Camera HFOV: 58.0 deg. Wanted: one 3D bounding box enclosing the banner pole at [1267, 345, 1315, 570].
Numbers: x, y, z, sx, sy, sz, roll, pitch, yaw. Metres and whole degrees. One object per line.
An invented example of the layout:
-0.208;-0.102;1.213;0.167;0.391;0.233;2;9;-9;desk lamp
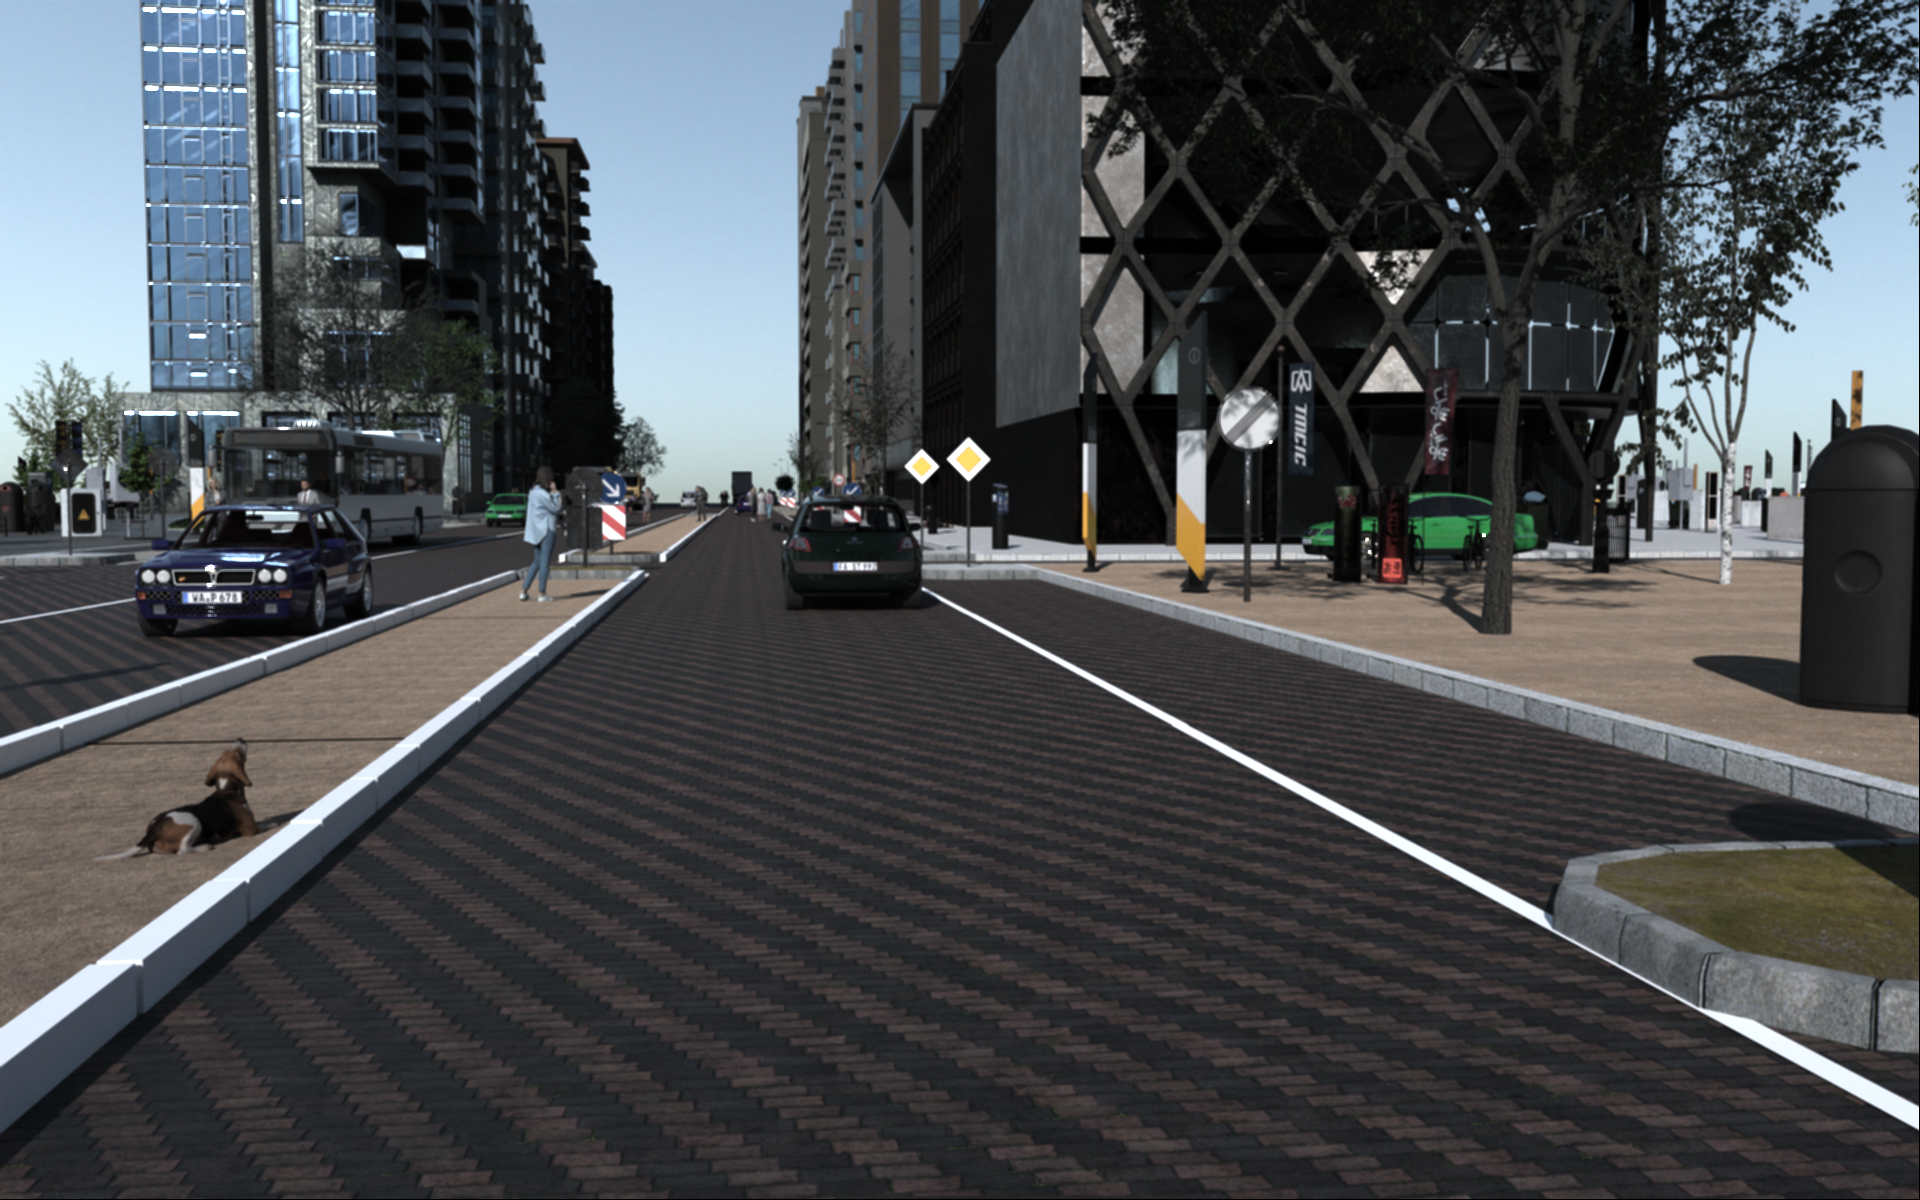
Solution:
5.583;-2.392;29.120;0.863;3.779;0.401;3;4;38;banner pole

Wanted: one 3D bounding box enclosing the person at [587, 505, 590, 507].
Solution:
-15.707;-3.926;72.706;0.654;1.822;0.581;0;4;-7;person

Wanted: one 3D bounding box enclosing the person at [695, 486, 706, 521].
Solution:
-13.521;-5.010;90.217;0.655;1.846;0.447;1;4;20;person

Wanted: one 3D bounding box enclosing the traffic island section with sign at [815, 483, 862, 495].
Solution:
-3.919;-3.171;60.466;1.989;1.847;2.006;0;4;-7;traffic island section with sign

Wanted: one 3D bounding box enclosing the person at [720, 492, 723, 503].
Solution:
-36.882;-15.910;268.656;1.348;1.821;0.705;3;5;41;person

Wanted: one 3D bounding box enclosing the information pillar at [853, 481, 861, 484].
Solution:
-5.936;-5.828;99.786;0.304;2.012;0.304;2;4;30;information pillar

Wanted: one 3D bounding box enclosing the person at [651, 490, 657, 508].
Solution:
-32.385;-10.600;181.890;1.350;1.814;0.705;-1;4;-14;person

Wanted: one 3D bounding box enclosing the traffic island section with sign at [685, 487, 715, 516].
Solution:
-16.755;-6.336;111.733;2.006;1.907;1.989;0;4;-7;traffic island section with sign

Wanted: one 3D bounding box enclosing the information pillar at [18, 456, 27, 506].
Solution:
-57.465;-7.025;106.212;0.504;3.616;0.183;-3;5;-43;information pillar

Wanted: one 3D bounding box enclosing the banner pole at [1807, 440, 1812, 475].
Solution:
39.171;-5.497;79.890;0.401;3.779;0.863;3;4;39;banner pole

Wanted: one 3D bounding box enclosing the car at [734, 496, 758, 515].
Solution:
-14.323;-6.404;117.280;1.945;1.354;3.894;-1;4;-9;car

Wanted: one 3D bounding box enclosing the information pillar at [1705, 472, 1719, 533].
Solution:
24.912;-3.237;57.417;0.304;2.012;0.304;0;4;5;information pillar

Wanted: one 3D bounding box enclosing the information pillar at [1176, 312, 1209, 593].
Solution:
3.019;-1.906;22.525;0.183;3.616;0.504;-2;4;-35;information pillar

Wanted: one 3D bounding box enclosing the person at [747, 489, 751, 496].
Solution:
-16.534;-7.814;136.123;0.709;1.838;0.599;-3;4;-36;person

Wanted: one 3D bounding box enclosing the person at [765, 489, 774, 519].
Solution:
-11.210;-5.641;101.574;0.563;1.720;0.643;2;4;24;person

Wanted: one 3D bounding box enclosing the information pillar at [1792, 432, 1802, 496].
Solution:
31.342;-4.499;64.911;0.183;3.616;0.504;0;3;0;information pillar

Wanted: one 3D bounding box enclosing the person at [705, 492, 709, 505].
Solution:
-34.789;-13.945;237.188;1.217;1.739;0.721;2;4;33;person

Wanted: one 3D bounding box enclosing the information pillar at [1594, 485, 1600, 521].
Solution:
28.811;-5.332;78.540;0.504;3.616;0.183;0;4;-4;information pillar

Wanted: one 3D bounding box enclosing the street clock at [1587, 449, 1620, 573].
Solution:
10.435;-1.442;28.142;0.358;2.002;0.471;-2;4;-33;street clock

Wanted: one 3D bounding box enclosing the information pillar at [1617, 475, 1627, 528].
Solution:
25.104;-3.745;65.719;0.304;2.012;0.304;1;4;15;information pillar

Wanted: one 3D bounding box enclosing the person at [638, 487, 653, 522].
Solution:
-15.984;-4.842;88.029;0.716;1.782;0.532;0;4;-6;person

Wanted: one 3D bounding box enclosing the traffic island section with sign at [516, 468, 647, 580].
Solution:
-6.524;-1.326;29.821;2.006;1.907;1.989;0;4;-7;traffic island section with sign

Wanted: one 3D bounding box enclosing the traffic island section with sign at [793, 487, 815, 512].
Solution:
-7.328;-4.840;87.769;1.989;1.847;2.006;0;4;-7;traffic island section with sign

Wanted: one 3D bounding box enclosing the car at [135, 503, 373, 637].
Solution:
-7.541;-0.376;18.730;1.945;1.354;3.894;0;4;-8;car

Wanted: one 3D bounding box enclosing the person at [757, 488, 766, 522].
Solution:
-10.095;-4.821;87.889;0.480;1.755;0.524;-2;4;-32;person

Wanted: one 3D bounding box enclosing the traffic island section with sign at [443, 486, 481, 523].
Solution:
-24.766;-4.704;85.535;1.989;1.847;2.006;0;4;-7;traffic island section with sign

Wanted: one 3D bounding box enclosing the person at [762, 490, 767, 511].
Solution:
-16.236;-8.255;143.914;0.683;1.767;0.568;-2;4;-31;person

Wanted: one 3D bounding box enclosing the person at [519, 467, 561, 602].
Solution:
-5.579;-0.869;22.969;0.793;1.790;0.793;1;4;20;person

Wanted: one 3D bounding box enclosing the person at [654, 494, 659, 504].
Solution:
-42.637;-14.174;243.437;0.799;1.438;0.628;-1;4;-9;person

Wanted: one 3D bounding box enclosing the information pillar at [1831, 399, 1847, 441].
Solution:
21.684;-3.148;42.817;0.504;3.616;0.183;-2;4;-30;information pillar

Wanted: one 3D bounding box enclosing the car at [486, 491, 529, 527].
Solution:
-19.847;-4.147;76.604;1.959;1.807;4.718;0;4;-7;car

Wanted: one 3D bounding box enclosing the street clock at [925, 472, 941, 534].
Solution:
-0.875;-3.181;56.577;0.471;2.002;0.358;-3;5;-41;street clock

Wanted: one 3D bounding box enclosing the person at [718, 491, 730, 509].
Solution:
-22.499;-9.528;165.102;1.217;1.723;0.721;1;4;10;person

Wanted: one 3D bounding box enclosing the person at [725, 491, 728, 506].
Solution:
-28.130;-12.226;208.332;0.705;1.831;1.348;-3;4;-36;person

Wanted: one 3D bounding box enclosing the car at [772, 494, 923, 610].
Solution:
-1.475;-0.799;22.844;2.009;1.686;4.222;0;4;-6;car

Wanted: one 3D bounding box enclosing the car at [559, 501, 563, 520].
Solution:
-23.017;-5.292;96.122;1.945;1.707;3.694;-1;4;-8;car

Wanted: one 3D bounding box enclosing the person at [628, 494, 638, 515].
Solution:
-22.614;-6.599;119.632;0.697;1.427;0.421;-1;4;-15;person

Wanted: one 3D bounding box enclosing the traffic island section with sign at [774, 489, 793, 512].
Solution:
-13.450;-7.837;136.766;1.989;1.847;2.006;0;4;-7;traffic island section with sign

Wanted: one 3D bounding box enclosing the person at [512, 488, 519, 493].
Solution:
-26.945;-5.906;105.038;0.573;1.828;0.580;0;4;8;person

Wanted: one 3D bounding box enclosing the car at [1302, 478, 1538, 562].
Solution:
9.380;-1.634;35.513;4.718;1.807;1.959;0;4;-7;car

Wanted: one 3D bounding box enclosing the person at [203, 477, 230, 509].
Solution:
-15.943;-1.743;37.180;0.537;1.800;0.526;-2;4;-24;person

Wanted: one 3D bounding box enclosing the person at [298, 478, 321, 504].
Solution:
-14.268;-1.785;37.953;0.678;1.792;0.850;1;4;13;person

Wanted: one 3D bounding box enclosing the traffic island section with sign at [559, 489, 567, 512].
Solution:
-30.927;-7.726;134.948;1.989;1.847;2.006;0;4;-7;traffic island section with sign

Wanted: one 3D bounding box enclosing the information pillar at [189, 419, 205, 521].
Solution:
-23.961;-3.856;54.406;0.504;3.616;0.183;1;4;14;information pillar

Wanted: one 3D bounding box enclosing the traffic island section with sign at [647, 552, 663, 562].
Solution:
-7.433;-1.776;37.173;2.006;1.907;1.989;0;4;-7;traffic island section with sign

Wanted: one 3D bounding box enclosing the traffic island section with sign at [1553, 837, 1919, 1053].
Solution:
2.983;0.202;5.325;1.989;1.847;2.006;0;4;-7;traffic island section with sign

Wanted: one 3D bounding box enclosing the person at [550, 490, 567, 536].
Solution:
-13.868;-3.129;59.501;0.661;1.843;0.795;3;5;44;person

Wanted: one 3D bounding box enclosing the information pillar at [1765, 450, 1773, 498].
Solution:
42.793;-6.138;91.712;0.504;3.616;0.183;-2;4;-30;information pillar

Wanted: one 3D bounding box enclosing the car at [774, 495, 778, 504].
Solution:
-25.870;-13.949;237.652;1.945;1.707;3.694;0;4;-8;car

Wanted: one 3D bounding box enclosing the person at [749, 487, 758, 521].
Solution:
-10.746;-5.016;90.690;0.709;1.800;0.728;-2;4;-29;person

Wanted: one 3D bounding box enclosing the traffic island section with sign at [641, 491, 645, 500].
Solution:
-44.500;-14.372;243.604;1.989;1.847;2.006;0;4;-7;traffic island section with sign

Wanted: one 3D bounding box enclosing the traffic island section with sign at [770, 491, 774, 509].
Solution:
-16.889;-9.523;164.332;1.989;1.847;2.006;0;4;-7;traffic island section with sign
